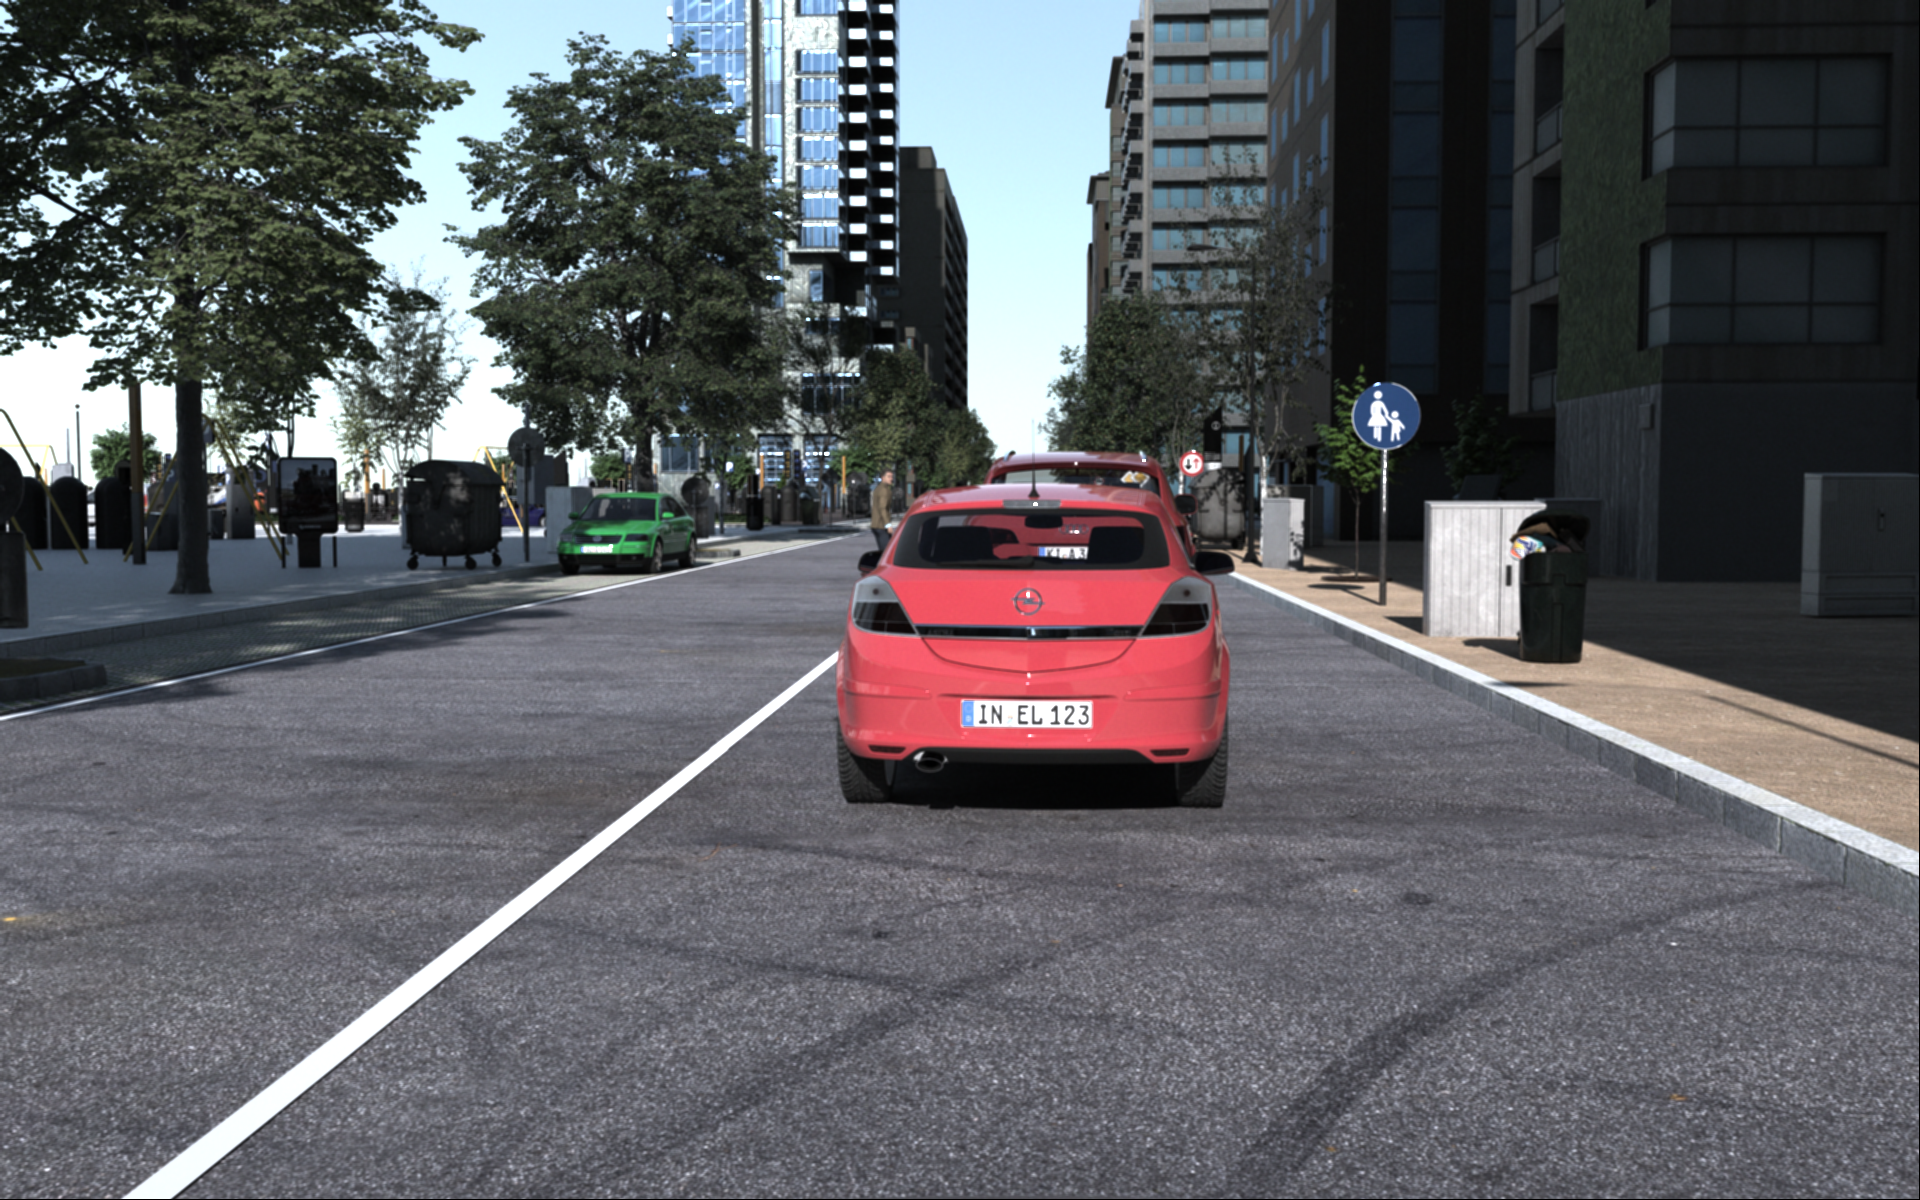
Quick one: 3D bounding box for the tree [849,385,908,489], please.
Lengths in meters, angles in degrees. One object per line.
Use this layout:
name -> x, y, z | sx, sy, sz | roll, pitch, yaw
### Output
tree -> -5.242, -10.044, 114.577 | 4.737, 8.622, 4.395 | 0, 3, 0

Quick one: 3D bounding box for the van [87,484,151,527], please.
van -> -34.556, -3.871, 70.309 | 4.112, 2.044, 2.013 | 0, 4, 2

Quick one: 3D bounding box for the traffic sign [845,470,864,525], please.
traffic sign -> -4.429, -4.218, 72.614 | 0.795, 2.450, 0.064 | 0, 4, 3

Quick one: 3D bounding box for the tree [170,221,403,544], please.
tree -> -17.370, -5.730, 44.047 | 4.737, 8.622, 4.395 | 0, 3, 0

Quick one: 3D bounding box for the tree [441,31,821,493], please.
tree -> -8.699, -8.575, 46.849 | 9.857, 13.997, 8.962 | 0, 3, 0

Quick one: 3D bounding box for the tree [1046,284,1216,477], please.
tree -> 9.505, -10.883, 94.942 | 9.611, 12.733, 9.660 | 0, 3, 0

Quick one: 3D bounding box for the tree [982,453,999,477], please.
tree -> 4.287, -22.615, 304.171 | 8.767, 10.594, 7.601 | 0, 4, 6

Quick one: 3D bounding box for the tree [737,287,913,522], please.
tree -> -6.461, -8.829, 78.769 | 8.767, 10.594, 7.601 | 0, 4, -6

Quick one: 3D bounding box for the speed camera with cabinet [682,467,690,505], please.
speed camera with cabinet -> -19.597, -8.104, 126.831 | 0.660, 3.252, 2.038 | 2, 4, 25

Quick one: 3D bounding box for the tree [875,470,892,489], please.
tree -> -6.552, -11.564, 139.439 | 4.360, 8.622, 3.978 | 0, 3, 0

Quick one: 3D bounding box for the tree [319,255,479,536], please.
tree -> -17.344, -6.284, 53.112 | 4.360, 8.622, 3.978 | 0, 3, 0

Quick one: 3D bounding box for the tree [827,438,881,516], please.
tree -> -6.200, -7.211, 101.615 | 4.285, 4.588, 4.351 | 0, 3, 0

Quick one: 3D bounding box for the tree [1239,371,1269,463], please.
tree -> 18.799, -9.347, 103.192 | 4.737, 8.622, 4.395 | 0, 3, 0

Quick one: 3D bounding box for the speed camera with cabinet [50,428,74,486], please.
speed camera with cabinet -> -27.084, -3.541, 52.236 | 0.660, 3.252, 2.038 | -2, 4, -27

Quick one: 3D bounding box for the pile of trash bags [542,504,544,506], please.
pile of trash bags -> -20.390, -4.949, 90.661 | 3.447, 1.369, 1.912 | 0, 4, -3

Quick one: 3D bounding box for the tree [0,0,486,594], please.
tree -> -10.168, -6.382, 22.471 | 7.486, 12.596, 7.792 | 0, 3, 0

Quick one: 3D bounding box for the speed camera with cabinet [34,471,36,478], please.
speed camera with cabinet -> -63.892, -7.629, 119.066 | 0.660, 3.252, 2.038 | -3, 4, -39

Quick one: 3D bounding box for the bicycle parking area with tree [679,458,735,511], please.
bicycle parking area with tree -> -19.065, -9.028, 134.611 | 9.016, 4.147, 8.231 | -1, 4, -21

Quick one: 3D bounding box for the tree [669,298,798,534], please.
tree -> -7.626, -6.477, 56.269 | 4.737, 8.622, 4.395 | 0, 3, 0

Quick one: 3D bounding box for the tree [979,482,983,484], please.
tree -> 1.599, -17.753, 240.627 | 4.737, 8.622, 4.395 | 0, 3, 0

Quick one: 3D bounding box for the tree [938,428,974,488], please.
tree -> -0.854, -14.681, 190.394 | 4.737, 8.622, 4.395 | 0, 3, 0

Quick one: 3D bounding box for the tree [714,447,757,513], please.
tree -> -15.538, -8.347, 120.192 | 4.285, 4.588, 4.351 | 0, 3, 0

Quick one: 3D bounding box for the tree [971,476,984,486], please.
tree -> 2.953, -17.641, 272.139 | 4.285, 4.588, 4.351 | 0, 3, 0

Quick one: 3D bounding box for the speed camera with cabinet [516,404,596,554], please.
speed camera with cabinet -> -8.822, -2.651, 37.675 | 2.038, 3.252, 0.660 | 3, 5, 40

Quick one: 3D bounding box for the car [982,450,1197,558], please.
car -> 1.081, -0.450, 16.023 | 2.281, 1.827, 5.304 | 0, 4, 4

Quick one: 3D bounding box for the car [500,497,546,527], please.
car -> -17.515, -3.478, 69.448 | 3.894, 1.354, 1.945 | 0, 4, 2

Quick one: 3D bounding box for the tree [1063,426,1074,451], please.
tree -> 12.465, -13.853, 176.850 | 4.737, 8.622, 4.395 | 0, 3, 0

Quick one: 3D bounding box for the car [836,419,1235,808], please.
car -> 0.449, -0.025, 9.451 | 2.155, 1.783, 4.494 | 0, 4, 4

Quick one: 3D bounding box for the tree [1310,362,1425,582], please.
tree -> 6.007, -1.893, 25.560 | 1.663, 3.219, 1.824 | 0, 3, 0

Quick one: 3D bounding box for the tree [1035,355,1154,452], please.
tree -> 11.233, -13.941, 138.313 | 12.009, 13.543, 11.850 | 0, 3, 0

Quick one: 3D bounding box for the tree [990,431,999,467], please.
tree -> 0.695, -18.664, 222.158 | 9.611, 12.733, 9.660 | 0, 3, 0

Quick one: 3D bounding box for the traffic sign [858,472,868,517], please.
traffic sign -> -5.589, -6.021, 98.554 | 0.768, 2.556, 0.104 | 1, 4, 10

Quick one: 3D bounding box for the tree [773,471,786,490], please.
tree -> -12.849, -8.154, 127.926 | 1.663, 3.219, 1.824 | 0, 3, 0

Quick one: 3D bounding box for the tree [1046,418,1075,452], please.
tree -> 15.064, -19.126, 230.829 | 7.486, 12.596, 7.792 | 0, 3, 0

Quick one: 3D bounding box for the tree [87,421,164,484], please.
tree -> -37.309, -5.729, 77.390 | 4.285, 4.588, 4.351 | 0, 3, 0

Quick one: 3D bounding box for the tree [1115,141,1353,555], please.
tree -> 6.197, -5.224, 35.779 | 4.360, 8.622, 3.978 | 0, 3, 0

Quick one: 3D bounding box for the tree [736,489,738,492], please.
tree -> -19.322, -9.186, 144.785 | 1.663, 3.219, 1.824 | 0, 3, 0

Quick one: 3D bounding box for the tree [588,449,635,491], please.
tree -> -23.566, -8.180, 117.449 | 4.285, 4.588, 4.351 | 0, 3, 0

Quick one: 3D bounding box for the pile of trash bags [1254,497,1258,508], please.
pile of trash bags -> 21.599, -7.292, 128.982 | 1.912, 1.369, 3.447 | -1, 4, -18

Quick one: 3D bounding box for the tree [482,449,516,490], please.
tree -> -33.391, -8.701, 125.968 | 4.285, 4.588, 4.351 | 0, 3, 0

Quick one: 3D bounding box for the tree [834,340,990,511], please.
tree -> -4.674, -13.003, 129.604 | 9.611, 12.733, 9.660 | 0, 3, 0

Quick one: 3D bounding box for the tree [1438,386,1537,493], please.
tree -> 8.989, -2.192, 30.442 | 1.663, 3.219, 1.824 | 0, 3, 0

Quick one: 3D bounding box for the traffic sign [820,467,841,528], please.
traffic sign -> -4.818, -3.731, 64.638 | 0.795, 2.450, 0.064 | 0, 4, 3

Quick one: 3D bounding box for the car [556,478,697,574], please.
car -> -6.128, -1.429, 32.166 | 1.959, 1.807, 4.718 | 0, 4, 4

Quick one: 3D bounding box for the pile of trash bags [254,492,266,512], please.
pile of trash bags -> -54.991, -7.627, 134.459 | 1.912, 1.369, 3.447 | -3, 5, -40

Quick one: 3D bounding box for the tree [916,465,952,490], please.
tree -> -2.356, -10.683, 158.379 | 4.285, 4.588, 4.351 | 0, 3, 0
